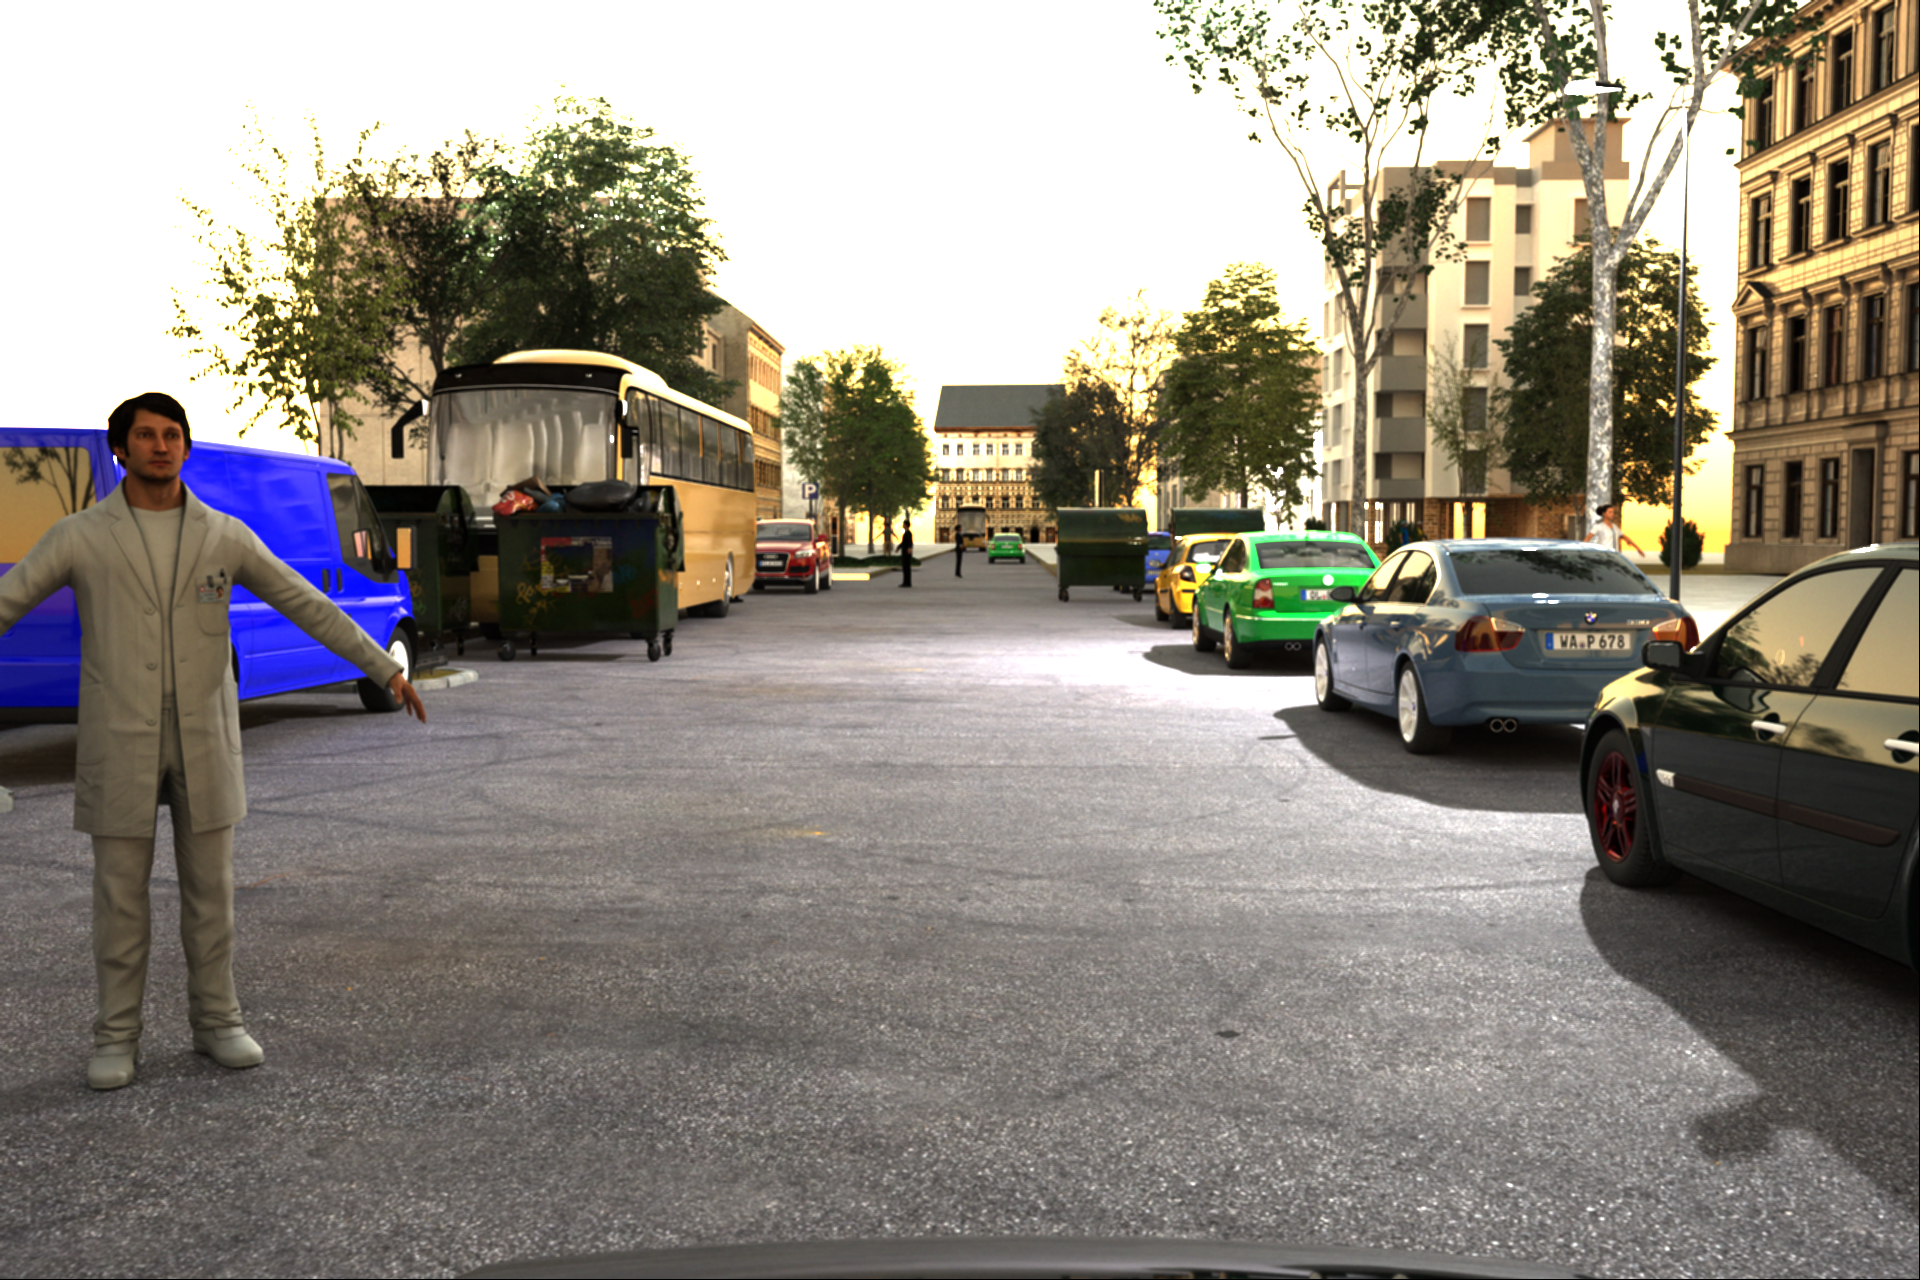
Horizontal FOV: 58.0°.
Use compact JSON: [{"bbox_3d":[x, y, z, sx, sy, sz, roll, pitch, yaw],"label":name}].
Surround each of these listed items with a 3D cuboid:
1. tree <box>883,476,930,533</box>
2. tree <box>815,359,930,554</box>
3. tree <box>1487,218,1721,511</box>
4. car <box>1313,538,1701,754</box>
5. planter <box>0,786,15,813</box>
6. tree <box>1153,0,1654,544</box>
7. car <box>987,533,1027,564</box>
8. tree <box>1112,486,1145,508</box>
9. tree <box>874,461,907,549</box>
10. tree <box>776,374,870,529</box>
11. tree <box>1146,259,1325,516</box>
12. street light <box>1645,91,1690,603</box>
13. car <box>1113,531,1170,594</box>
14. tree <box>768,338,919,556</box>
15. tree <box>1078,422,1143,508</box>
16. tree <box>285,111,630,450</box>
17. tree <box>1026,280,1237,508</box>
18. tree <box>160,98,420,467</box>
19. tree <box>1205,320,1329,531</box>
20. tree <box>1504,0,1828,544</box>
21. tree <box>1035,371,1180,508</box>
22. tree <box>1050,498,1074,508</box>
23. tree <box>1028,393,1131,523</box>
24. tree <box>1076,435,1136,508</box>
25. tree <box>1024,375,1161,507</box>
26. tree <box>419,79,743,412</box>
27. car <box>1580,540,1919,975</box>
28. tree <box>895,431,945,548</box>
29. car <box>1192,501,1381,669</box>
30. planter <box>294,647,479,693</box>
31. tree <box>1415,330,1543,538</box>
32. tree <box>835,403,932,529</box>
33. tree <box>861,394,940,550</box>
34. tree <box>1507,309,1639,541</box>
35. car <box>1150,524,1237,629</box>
[{"bbox_3d":[-7.689,-20.410,251.826,7.486,12.596,7.792,0,3,0],"label":"tree"},{"bbox_3d":[-5.734,-11.849,111.854,7.486,12.596,7.792,0,3,0],"label":"tree"},{"bbox_3d":[26.581,-10.066,71.236,9.857,13.997,8.962,0,3,0],"label":"tree"},{"bbox_3d":[3.787,-0.034,12.558,2.014,1.417,4.499,0,4,0],"label":"car"},{"bbox_3d":[-5.926,0.770,8.550,1.991,0.319,1.994,0,4,1],"label":"planter"},{"bbox_3d":[11.834,-11.538,44.530,12.611,20.169,13.585,0,3,0],"label":"tree"},{"bbox_3d":[2.322,-4.690,85.480,1.959,1.807,4.718,0,4,2],"label":"car"},{"bbox_3d":[23.243,-19.283,249.684,7.601,10.594,8.767,0,4,7],"label":"tree"},{"bbox_3d":[-5.706,-12.030,147.045,4.737,8.622,4.395,0,3,0],"label":"tree"},{"bbox_3d":[-6.816,-7.921,79.879,4.360,8.622,3.978,0,3,0],"label":"tree"},{"bbox_3d":[11.513,-9.429,72.296,7.486,12.596,7.792,0,3,0],"label":"tree"},{"bbox_3d":[7.971,-2.770,17.835,1.470,5.913,1.316,0,4,1],"label":"street light"},{"bbox_3d":[4.718,-2.045,43.026,1.945,1.707,3.694,0,4,1],"label":"car"},{"bbox_3d":[-6.072,-10.091,90.747,9.928,11.665,9.643,0,3,0],"label":"tree"},{"bbox_3d":[8.895,-9.597,107.271,4.360,8.622,3.978,0,3,0],"label":"tree"},{"bbox_3d":[-10.746,-6.304,37.486,8.767,10.594,7.601,1,4,23],"label":"tree"},{"bbox_3d":[8.346,-10.662,84.694,12.009,13.543,11.850,0,3,0],"label":"tree"},{"bbox_3d":[-10.940,-4.822,29.199,4.737,8.622,4.395,0,3,0],"label":"tree"},{"bbox_3d":[10.653,-6.629,58.739,4.737,8.622,4.395,0,3,0],"label":"tree"},{"bbox_3d":[11.086,-10.394,25.829,12.611,20.169,13.585,0,3,0],"label":"tree"},{"bbox_3d":[8.676,-10.007,98.031,8.767,10.594,7.601,-1,4,-18],"label":"tree"},{"bbox_3d":[10.142,-12.742,158.695,4.737,8.622,4.395,0,3,0],"label":"tree"},{"bbox_3d":[10.348,-14.824,149.024,9.857,13.997,8.962,0,3,0],"label":"tree"},{"bbox_3d":[9.345,-10.290,118.600,4.360,8.622,3.978,0,3,0],"label":"tree"},{"bbox_3d":[9.952,-13.457,130.394,12.009,13.543,11.850,0,3,0],"label":"tree"},{"bbox_3d":[-11.023,-8.808,50.658,9.857,13.997,8.962,0,3,0],"label":"tree"},{"bbox_3d":[3.507,0.242,5.831,2.009,1.686,4.222,0,4,0],"label":"car"},{"bbox_3d":[-4.886,-14.360,160.549,9.928,11.665,9.643,0,3,0],"label":"tree"},{"bbox_3d":[3.738,-0.670,19.757,1.959,1.807,4.718,0,4,0],"label":"car"},{"bbox_3d":[-5.741,0.280,16.569,1.991,0.319,1.994,0,4,2],"label":"planter"},{"bbox_3d":[18.161,-6.873,62.742,4.360,8.622,3.978,0,3,0],"label":"tree"},{"bbox_3d":[-5.611,-12.403,128.549,9.928,11.665,9.643,0,3,0],"label":"tree"},{"bbox_3d":[-5.444,-13.456,138.131,7.486,12.596,7.792,0,3,0],"label":"tree"},{"bbox_3d":[20.271,-6.478,56.279,4.360,8.622,3.978,0,3,0],"label":"tree"},{"bbox_3d":[4.057,-1.052,27.431,2.015,1.641,3.980,0,4,2],"label":"car"}]
